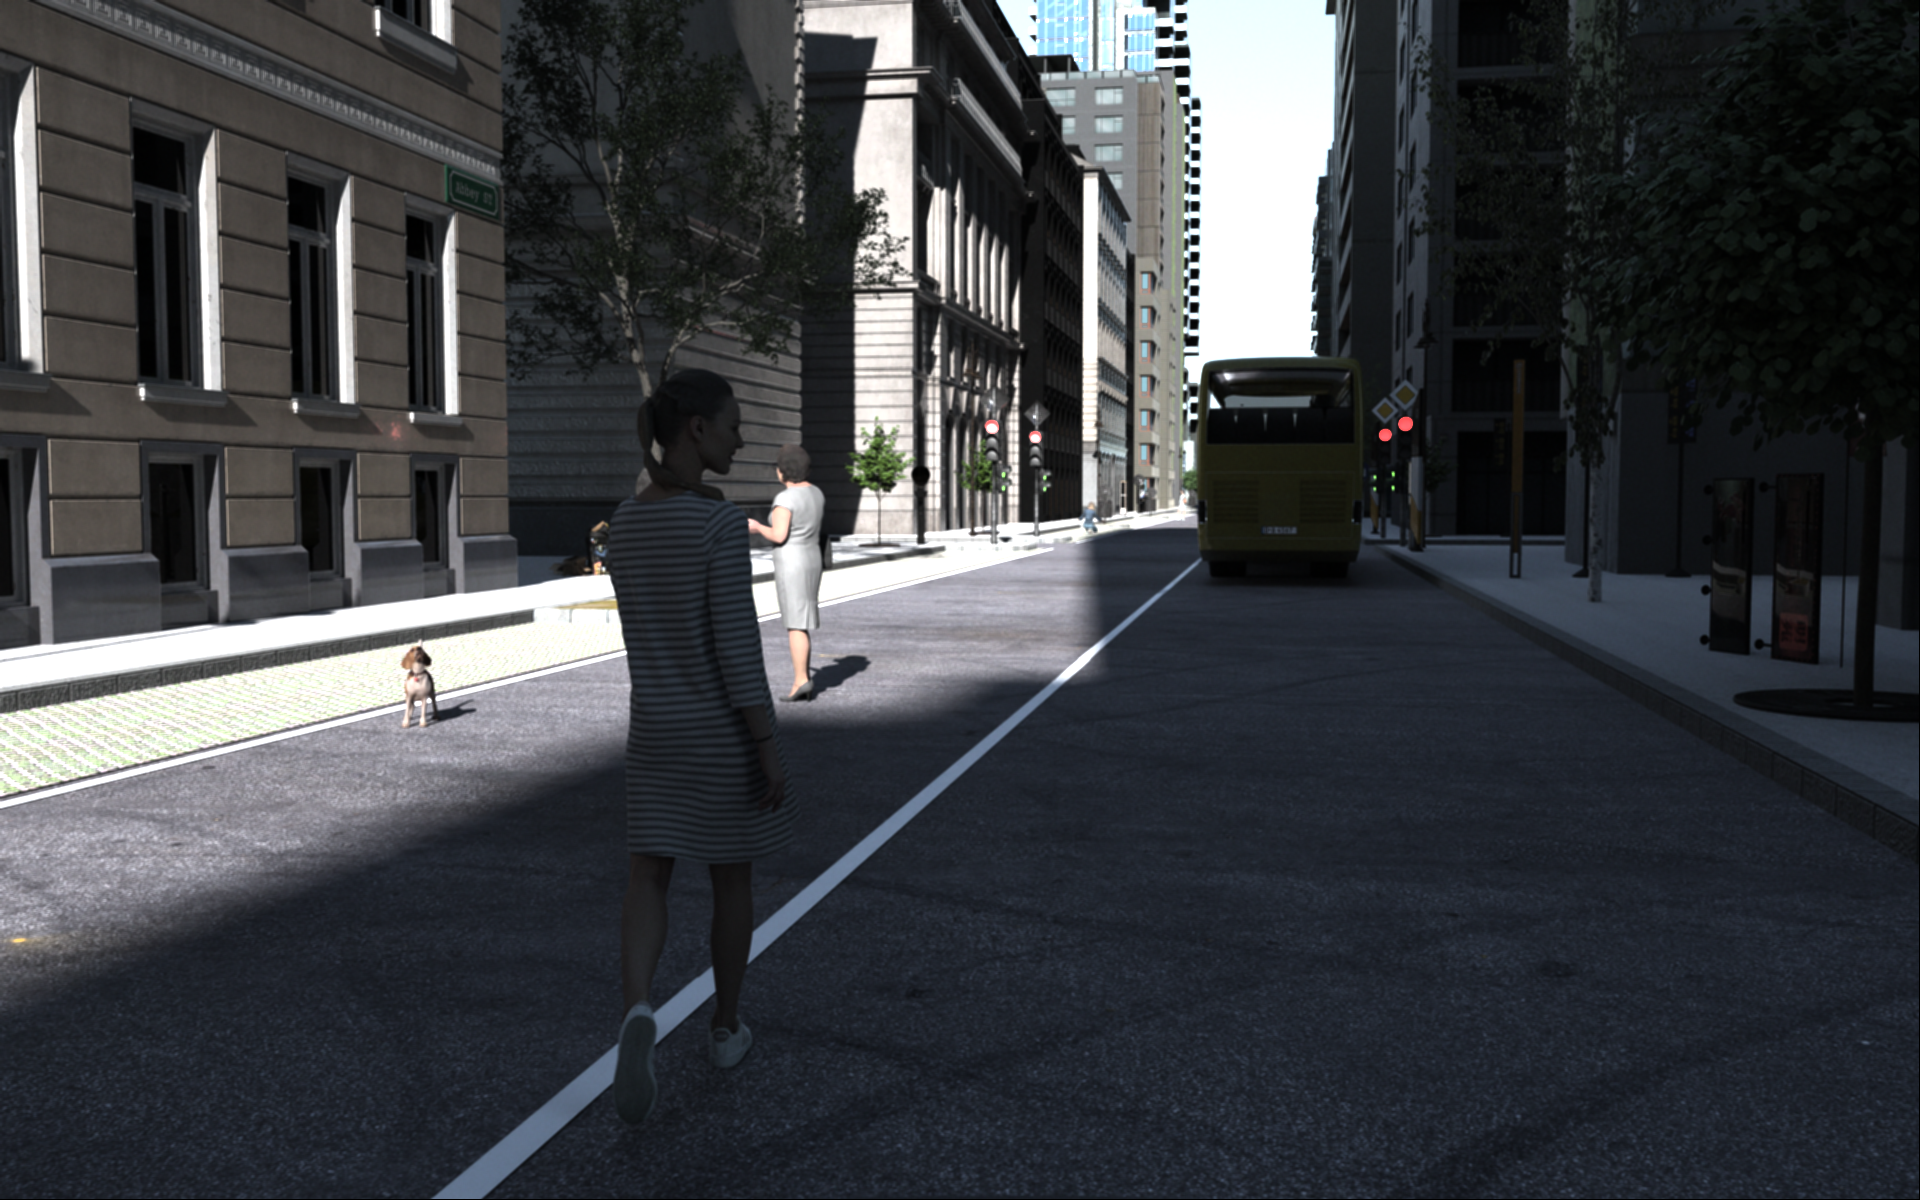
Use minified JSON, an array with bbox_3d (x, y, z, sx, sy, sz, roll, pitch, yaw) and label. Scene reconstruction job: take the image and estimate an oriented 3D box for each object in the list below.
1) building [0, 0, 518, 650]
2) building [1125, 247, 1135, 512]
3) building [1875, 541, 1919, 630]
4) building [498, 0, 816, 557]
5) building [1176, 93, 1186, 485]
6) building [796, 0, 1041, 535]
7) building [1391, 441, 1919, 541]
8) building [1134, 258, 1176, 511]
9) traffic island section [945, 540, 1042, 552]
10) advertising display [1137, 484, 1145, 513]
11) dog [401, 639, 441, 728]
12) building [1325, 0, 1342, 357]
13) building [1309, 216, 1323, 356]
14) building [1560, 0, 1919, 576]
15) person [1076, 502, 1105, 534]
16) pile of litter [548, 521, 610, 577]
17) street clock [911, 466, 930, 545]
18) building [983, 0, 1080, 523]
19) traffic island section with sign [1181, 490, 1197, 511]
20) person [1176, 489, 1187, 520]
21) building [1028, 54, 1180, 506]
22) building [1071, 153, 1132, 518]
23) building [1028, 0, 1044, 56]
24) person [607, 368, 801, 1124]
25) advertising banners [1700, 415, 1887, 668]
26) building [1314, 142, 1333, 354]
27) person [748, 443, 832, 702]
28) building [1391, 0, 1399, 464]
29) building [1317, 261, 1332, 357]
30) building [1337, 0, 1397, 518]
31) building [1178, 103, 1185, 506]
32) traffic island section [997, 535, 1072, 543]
[{"bbox_3d":[-13.925,-13.978,14.442,13.634,28.700,20.117,1,4,10],"label":"building"},{"bbox_3d":[5.175,-17.684,118.813,12.332,23.373,15.834,1,4,10],"label":"building"},{"bbox_3d":[17.199,-34.541,2.993,20.563,71.187,20.611,1,4,10],"label":"building"},{"bbox_3d":[-13.962,-12.965,40.852,19.941,23.489,11.050,1,4,10],"label":"building"},{"bbox_3d":[17.482,-33.109,191.434,14.600,45.320,14.200,1,4,10],"label":"building"},{"bbox_3d":[-5.154,-13.694,65.695,13.314,21.916,24.055,1,4,10],"label":"building"},{"bbox_3d":[26.486,-38.002,59.584,20.611,71.187,20.563,1,4,10],"label":"building"},{"bbox_3d":[3.097,-18.255,143.501,27.650,21.520,28.899,1,4,10],"label":"building"},{"bbox_3d":[0.843,-1.344,44.247,2.009,0.180,2.903,1,4,10],"label":"traffic island section"},{"bbox_3d":[12.018,-6.728,115.218,0.123,1.923,0.974,2,4,32],"label":"advertising display"},{"bbox_3d":[-3.368,0.519,10.805,0.540,0.507,0.406,3,4,37],"label":"dog"},{"bbox_3d":[48.598,-34.947,160.615,28.713,52.752,27.495,1,4,10],"label":"building"},{"bbox_3d":[64.692,-37.281,264.168,22.147,44.769,28.867,1,4,10],"label":"building"},{"bbox_3d":[18.633,-21.302,31.887,14.154,41.232,14.086,1,4,10],"label":"building"},{"bbox_3d":[4.596,-2.933,61.955,1.012,1.151,0.738,2,4,24],"label":"person"},{"bbox_3d":[-6.023,-0.839,27.679,1.176,0.858,1.719,1,4,10],"label":"pile of litter"},{"bbox_3d":[-0.995,-2.414,44.043,0.471,2.002,0.358,0,4,1],"label":"street clock"},{"bbox_3d":[-0.936,-15.623,85.118,12.332,23.373,15.834,1,4,10],"label":"building"},{"bbox_3d":[20.082,-8.614,149.458,1.989,1.847,2.006,1,4,10],"label":"traffic island section with sign"},{"bbox_3d":[12.281,-5.265,95.594,0.522,1.701,0.512,3,5,44],"label":"person"},{"bbox_3d":[12.840,-29.349,163.444,14.154,41.232,14.086,1,4,10],"label":"building"},{"bbox_3d":[4.374,-15.436,101.523,9.793,20.994,18.267,1,4,10],"label":"building"},{"bbox_3d":[20.149,-55.799,224.976,22.319,86.520,31.000,1,4,10],"label":"building"},{"bbox_3d":[-0.635,0.312,4.156,0.466,1.731,0.760,0,4,2],"label":"person"},{"bbox_3d":[6.385,-1.041,13.201,0.090,3.025,2.074,-1,4,-13],"label":"advertising banners"},{"bbox_3d":[59.400,-37.605,234.445,23.786,49.044,30.456,1,4,10],"label":"building"},{"bbox_3d":[-1.169,-0.196,12.060,0.532,1.782,0.716,2,4,27],"label":"person"},{"bbox_3d":[26.860,-26.078,76.494,14.600,45.320,14.200,1,4,10],"label":"building"},{"bbox_3d":[51.163,-27.046,213.905,14.160,30.474,14.107,1,4,10],"label":"building"},{"bbox_3d":[33.547,-29.220,101.456,21.300,48.544,21.600,1,4,10],"label":"building"},{"bbox_3d":[15.473,-30.193,177.256,14.154,41.232,14.086,1,4,10],"label":"building"},{"bbox_3d":[2.280,-1.824,52.103,2.009,0.180,2.903,1,4,10],"label":"traffic island section"}]
